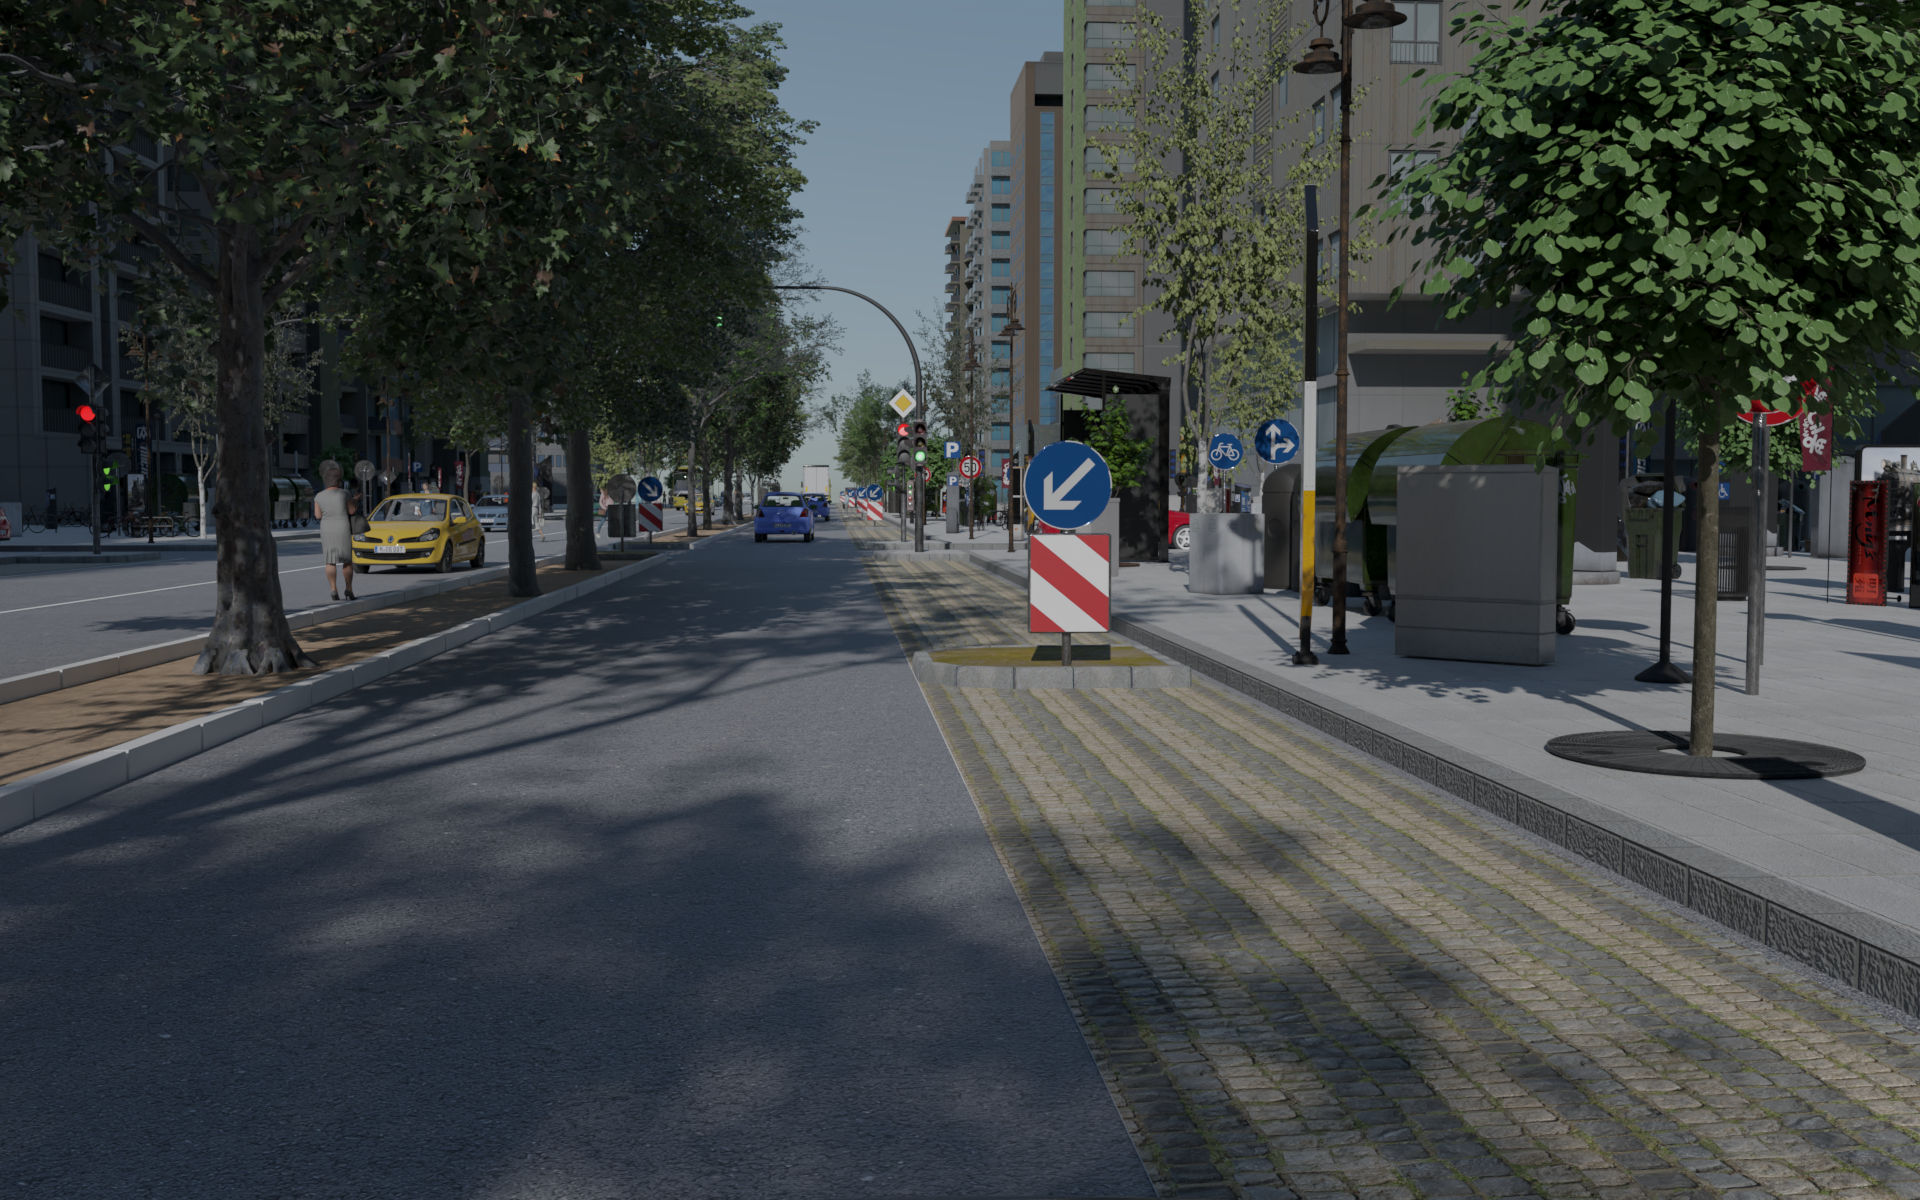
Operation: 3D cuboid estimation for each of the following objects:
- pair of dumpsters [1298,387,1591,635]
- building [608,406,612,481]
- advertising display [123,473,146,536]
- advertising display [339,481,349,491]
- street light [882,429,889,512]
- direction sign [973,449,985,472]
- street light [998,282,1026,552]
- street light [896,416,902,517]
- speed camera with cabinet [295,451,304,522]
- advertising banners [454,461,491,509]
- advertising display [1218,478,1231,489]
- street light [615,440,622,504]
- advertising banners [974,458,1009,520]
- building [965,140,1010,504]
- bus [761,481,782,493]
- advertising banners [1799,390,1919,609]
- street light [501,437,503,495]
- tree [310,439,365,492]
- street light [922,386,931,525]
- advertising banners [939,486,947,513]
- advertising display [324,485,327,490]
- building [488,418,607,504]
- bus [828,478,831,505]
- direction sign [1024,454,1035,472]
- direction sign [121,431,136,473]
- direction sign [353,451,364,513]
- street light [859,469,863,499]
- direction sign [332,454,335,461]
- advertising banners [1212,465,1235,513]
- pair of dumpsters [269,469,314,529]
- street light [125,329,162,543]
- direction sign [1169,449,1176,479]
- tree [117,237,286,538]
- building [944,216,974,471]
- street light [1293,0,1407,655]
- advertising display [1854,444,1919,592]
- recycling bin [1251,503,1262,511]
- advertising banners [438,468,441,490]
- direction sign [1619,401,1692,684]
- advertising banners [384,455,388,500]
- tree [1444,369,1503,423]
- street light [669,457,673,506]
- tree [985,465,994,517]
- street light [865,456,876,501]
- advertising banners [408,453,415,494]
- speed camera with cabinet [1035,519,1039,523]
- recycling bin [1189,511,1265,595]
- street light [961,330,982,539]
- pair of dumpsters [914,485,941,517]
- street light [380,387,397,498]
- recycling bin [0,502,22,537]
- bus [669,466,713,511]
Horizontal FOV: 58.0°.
[{"bbox_3d":[4.811,-0.930,17.704,1.574,2.255,4.437,0,4,-4],"label":"pair of dumpsters"},{"bbox_3d":[-57.865,-29.282,250.465,14.160,30.474,14.107,0,4,-4],"label":"building"},{"bbox_3d":[-25.245,-2.923,53.003,0.123,1.923,0.974,0,4,5],"label":"advertising display"},{"bbox_3d":[-29.593,-4.784,83.436,0.123,1.923,0.974,0,4,-7],"label":"advertising display"},{"bbox_3d":[-5.376,-9.280,124.515,0.468,5.910,1.993,0,4,-4],"label":"street light"},{"bbox_3d":[0.848,-5.815,87.074,0.876,3.537,0.379,2,4,23],"label":"direction sign"},{"bbox_3d":[1.125,-3.984,37.933,0.468,5.910,1.993,0,4,-4],"label":"street light"},{"bbox_3d":[-3.311,-7.602,97.074,0.468,5.910,1.993,0,4,-4],"label":"street light"},{"bbox_3d":[-30.865,-5.264,80.399,0.660,3.252,2.038,-1,4,-11],"label":"speed camera with cabinet"},{"bbox_3d":[-26.071,-5.899,92.629,2.074,3.025,0.090,-3,5,-40],"label":"advertising banners"},{"bbox_3d":[10.705,-3.964,70.031,0.123,1.923,0.974,2,4,34],"label":"advertising display"},{"bbox_3d":[-28.533,-10.532,144.991,0.468,5.910,1.993,0,4,-4],"label":"street light"},{"bbox_3d":[1.547,-5.415,84.715,2.074,3.025,0.090,-1,4,-9],"label":"advertising banners"},{"bbox_3d":[12.421,-37.721,236.347,23.786,49.044,30.456,0,4,-4],"label":"building"},{"bbox_3d":[-25.825,-14.769,236.334,2.948,3.499,13.247,0,4,-6],"label":"bus"},{"bbox_3d":[10.453,-1.446,19.836,0.090,3.025,2.074,-2,4,-28],"label":"advertising banners"},{"bbox_3d":[-24.702,-7.373,93.343,0.468,5.910,1.993,0,4,-4],"label":"street light"},{"bbox_3d":[-36.666,-7.271,102.590,4.285,4.588,4.351,0,3,0],"label":"tree"},{"bbox_3d":[-1.472,-6.119,72.839,0.468,5.910,1.993,0,4,-4],"label":"street light"},{"bbox_3d":[-0.938,-7.338,116.172,2.074,3.025,0.090,1,4,11],"label":"advertising banners"},{"bbox_3d":[-35.230,-5.633,97.320,0.974,1.923,0.123,0,4,-5],"label":"advertising display"},{"bbox_3d":[-59.106,-41.972,228.241,21.231,58.520,28.212,0,4,-4],"label":"building"},{"bbox_3d":[-18.685,-14.749,232.692,2.896,3.916,12.252,0,4,-5],"label":"bus"},{"bbox_3d":[3.933,-6.487,98.062,0.379,3.537,0.876,3,5,45],"label":"direction sign"},{"bbox_3d":[-29.541,-4.284,62.033,0.876,3.537,0.379,0,4,0],"label":"direction sign"},{"bbox_3d":[-31.336,-6.017,90.370,0.876,3.537,0.379,2,4,35],"label":"direction sign"},{"bbox_3d":[-11.657,-14.359,207.556,0.468,5.910,1.993,0,4,-4],"label":"street light"},{"bbox_3d":[-35.722,-6.536,98.857,0.379,3.537,0.876,-2,4,-27],"label":"direction sign"},{"bbox_3d":[8.120,-3.449,52.584,0.090,3.025,2.074,-1,4,-18],"label":"advertising banners"},{"bbox_3d":[-25.622,-3.818,64.914,1.574,2.255,4.437,0,4,-4],"label":"pair of dumpsters"},{"bbox_3d":[-21.112,-4.419,45.031,0.468,5.910,1.993,0,4,-4],"label":"street light"},{"bbox_3d":[10.527,-5.850,87.651,0.876,3.537,0.379,3,4,37],"label":"direction sign"},{"bbox_3d":[-21.828,-6.075,49.681,4.360,8.622,3.978,0,3,0],"label":"tree"},{"bbox_3d":[8.989,-37.480,267.414,22.147,44.769,28.867,0,4,-4],"label":"building"},{"bbox_3d":[3.043,-2.505,13.741,0.468,5.910,1.993,0,4,-4],"label":"street light"},{"bbox_3d":[12.147,-1.063,22.597,0.974,1.923,0.123,0,4,-4],"label":"advertising display"},{"bbox_3d":[8.189,-2.124,47.279,0.722,1.027,0.722,-1,4,-10],"label":"recycling bin"},{"bbox_3d":[-34.894,-7.273,115.095,0.090,3.025,2.074,-3,5,-40],"label":"advertising banners"},{"bbox_3d":[4.831,-1.210,11.775,0.379,3.537,0.876,3,5,43],"label":"direction sign"},{"bbox_3d":[-23.777,-4.627,71.841,0.090,3.025,2.074,-1,4,-13],"label":"advertising banners"},{"bbox_3d":[7.874,-1.991,27.149,1.663,3.219,1.824,0,3,0],"label":"tree"},{"bbox_3d":[-32.262,-13.474,193.094,0.468,5.910,1.993,0,4,-4],"label":"street light"},{"bbox_3d":[1.183,-6.286,97.377,1.663,3.219,1.824,0,3,0],"label":"tree"},{"bbox_3d":[-8.935,-12.217,172.538,0.468,5.910,1.993,0,4,-4],"label":"street light"},{"bbox_3d":[-23.609,-4.793,74.551,0.090,3.025,2.074,-1,4,-12],"label":"advertising banners"},{"bbox_3d":[3.984,-4.994,75.982,0.660,3.252,2.038,-3,5,-40],"label":"speed camera with cabinet"},{"bbox_3d":[3.446,-0.602,22.394,0.722,1.027,0.722,-2,4,-27],"label":"recycling bin"},{"bbox_3d":[0.326,-4.654,48.886,0.468,5.910,1.993,0,4,-4],"label":"street light"},{"bbox_3d":[-1.830,-5.824,97.722,1.574,2.255,4.437,0,4,-4],"label":"pair of dumpsters"},{"bbox_3d":[-22.713,-5.873,68.816,0.468,5.910,1.993,0,4,-4],"label":"street light"},{"bbox_3d":[-28.590,-2.398,51.761,0.722,1.027,0.722,1,4,19],"label":"recycling bin"},{"bbox_3d":[-23.568,-9.870,152.928,2.896,3.916,12.252,0,4,-4],"label":"bus"}]
